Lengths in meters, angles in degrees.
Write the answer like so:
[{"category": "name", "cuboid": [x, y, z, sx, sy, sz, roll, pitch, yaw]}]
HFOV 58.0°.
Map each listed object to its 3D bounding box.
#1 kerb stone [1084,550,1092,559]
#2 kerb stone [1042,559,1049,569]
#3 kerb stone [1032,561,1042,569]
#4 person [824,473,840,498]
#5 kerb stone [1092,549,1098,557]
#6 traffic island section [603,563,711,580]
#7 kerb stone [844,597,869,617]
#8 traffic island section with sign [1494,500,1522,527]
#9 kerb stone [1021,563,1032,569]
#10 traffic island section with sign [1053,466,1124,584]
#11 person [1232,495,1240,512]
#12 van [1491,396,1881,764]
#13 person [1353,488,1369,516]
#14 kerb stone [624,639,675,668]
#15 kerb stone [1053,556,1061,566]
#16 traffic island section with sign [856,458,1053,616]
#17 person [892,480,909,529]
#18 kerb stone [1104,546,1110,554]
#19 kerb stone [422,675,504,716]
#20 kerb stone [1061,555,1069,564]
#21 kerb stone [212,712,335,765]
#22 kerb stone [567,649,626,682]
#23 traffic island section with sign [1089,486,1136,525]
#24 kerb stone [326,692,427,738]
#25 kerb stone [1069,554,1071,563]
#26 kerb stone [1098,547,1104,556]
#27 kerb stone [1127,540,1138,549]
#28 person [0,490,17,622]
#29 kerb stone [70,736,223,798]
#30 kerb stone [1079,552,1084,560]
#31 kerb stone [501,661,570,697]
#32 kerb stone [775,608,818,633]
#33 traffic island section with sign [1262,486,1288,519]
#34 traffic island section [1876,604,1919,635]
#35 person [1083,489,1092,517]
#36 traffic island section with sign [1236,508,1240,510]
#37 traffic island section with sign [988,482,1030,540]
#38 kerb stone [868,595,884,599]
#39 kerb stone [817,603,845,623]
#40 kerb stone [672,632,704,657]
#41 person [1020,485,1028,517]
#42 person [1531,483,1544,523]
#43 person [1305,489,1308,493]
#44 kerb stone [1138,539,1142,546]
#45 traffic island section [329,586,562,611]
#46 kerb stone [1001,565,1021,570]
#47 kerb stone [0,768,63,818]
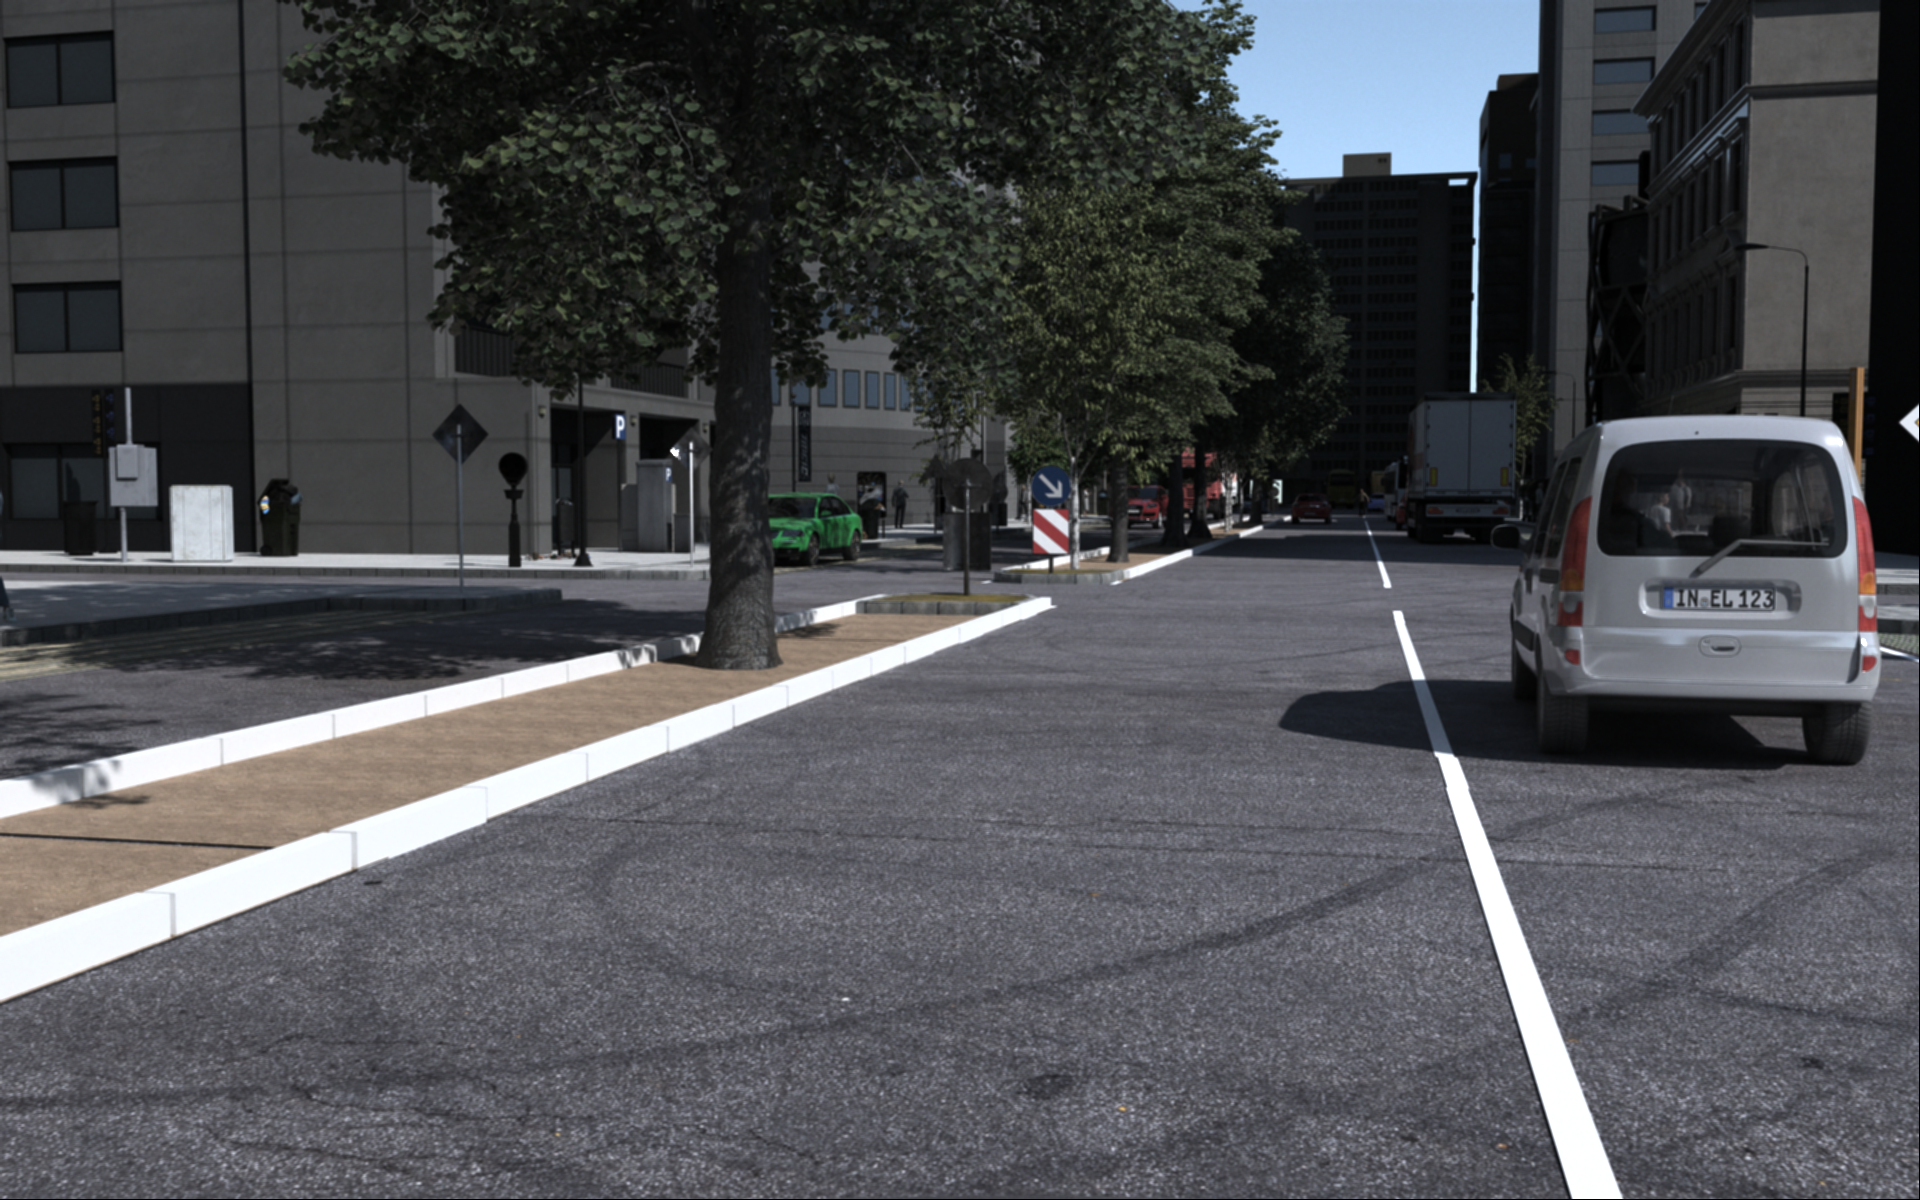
[{"category": "kerb stone", "cuboid": [2.709, -0.973, 38.100, 0.120, 0.150, 1.000, 1, 4, 13]}, {"category": "kerb stone", "cuboid": [1.561, -0.667, 33.096, 0.120, 0.150, 1.000, 1, 4, 13]}, {"category": "kerb stone", "cuboid": [1.328, -0.606, 32.096, 0.120, 0.150, 1.000, 1, 4, 13]}, {"category": "person", "cuboid": [-3.309, -2.406, 45.263, 0.818, 1.842, 0.514, 0, 4, 7]}, {"category": "kerb stone", "cuboid": [2.927, -1.030, 39.099, 0.120, 0.150, 1.000, 1, 4, 13]}, {"category": "traffic island section", "cuboid": [-4.720, -0.490, 30.299, 2.009, 0.180, 2.903, 1, 4, 13]}, {"category": "kerb stone", "cuboid": [-1.305, 0.101, 20.588, 0.120, 0.150, 1.000, 1, 4, 13]}, {"category": "traffic island section with sign", "cuboid": [23.798, -4.162, 76.675, 1.989, 1.847, 2.006, 1, 4, 13]}, {"category": "kerb stone", "cuboid": [1.098, -0.544, 31.095, 0.120, 0.150, 1.000, 1, 4, 13]}, {"category": "traffic island section with sign", "cuboid": [1.610, -1.246, 28.505, 2.006, 1.907, 1.989, 1, 4, 13]}, {"category": "person", "cuboid": [22.241, -8.077, 140.657, 1.348, 1.812, 0.705, -2, 4, -27]}, {"category": "van", "cuboid": [4.357, -0.226, 10.701, 2.013, 2.044, 4.112, 1, 4, 15]}, {"category": "person", "cuboid": [26.105, -6.365, 112.573, 0.705, 1.823, 1.348, -3, 4, -36]}, {"category": "kerb stone", "cuboid": [-2.675, 0.464, 14.604, 0.120, 0.150, 1.000, 1, 4, 13]}, {"category": "kerb stone", "cuboid": [1.789, -0.728, 34.098, 0.120, 0.150, 1.000, 1, 4, 13]}, {"category": "traffic island section with sign", "cuboid": [-0.052, -0.804, 21.286, 2.006, 1.907, 1.989, 1, 4, 13]}, {"category": "person", "cuboid": [-2.197, -3.554, 64.334, 0.661, 1.801, 0.590, 1, 4, 13]}, {"category": "kerb stone", "cuboid": [3.380, -1.156, 41.095, 0.120, 0.150, 1.000, 1, 4, 13]}, {"category": "kerb stone", "cuboid": [-3.366, 0.650, 11.604, 0.120, 0.150, 1.000, 1, 4, 13]}, {"category": "kerb stone", "cuboid": [2.015, -0.789, 35.102, 0.120, 0.150, 1.000, 1, 4, 13]}, {"category": "kerb stone", "cuboid": [-3.821, 0.770, 9.605, 0.120, 0.150, 1.000, 1, 4, 13]}, {"category": "kerb stone", "cuboid": [-2.908, 0.526, 13.596, 0.120, 0.150, 1.000, 1, 4, 13]}, {"category": "traffic island section with sign", "cuboid": [7.153, -4.407, 80.688, 1.989, 1.847, 2.006, 1, 4, 13]}, {"category": "kerb stone", "cuboid": [-3.592, 0.709, 10.601, 0.120, 0.150, 1.000, 1, 4, 13]}, {"category": "kerb stone", "cuboid": [2.242, -0.850, 36.098, 0.120, 0.150, 1.000, 1, 4, 13]}, {"category": "kerb stone", "cuboid": [3.155, -1.088, 40.096, 0.120, 0.150, 1.000, 1, 4, 13]}, {"category": "kerb stone", "cuboid": [4.535, -1.461, 46.088, 0.120, 0.150, 1.000, 1, 4, 13]}, {"category": "person", "cuboid": [-9.770, -0.667, 17.217, 0.793, 1.790, 0.793, -3, 4, -36]}, {"category": "kerb stone", "cuboid": [-4.046, 0.831, 8.605, 0.120, 0.150, 1.000, 1, 4, 13]}, {"category": "kerb stone", "cuboid": [2.472, -0.911, 37.098, 0.120, 0.150, 1.000, 1, 4, 13]}, {"category": "kerb stone", "cuboid": [-3.136, 0.587, 12.600, 0.120, 0.150, 1.000, 1, 4, 13]}, {"category": "kerb stone", "cuboid": [-1.760, 0.225, 18.596, 0.120, 0.150, 1.000, 1, 4, 13]}, {"category": "traffic island section with sign", "cuboid": [18.364, -5.726, 101.759, 2.006, 1.907, 1.989, 1, 4, 13]}, {"category": "traffic island section", "cuboid": [10.501, 0.223, 18.633, 2.009, 0.180, 2.903, 1, 4, 13]}, {"category": "person", "cuboid": [7.192, -5.579, 97.830, 0.524, 1.755, 0.480, 1, 4, 12]}, {"category": "traffic island section with sign", "cuboid": [24.328, -8.996, 155.707, 1.989, 1.847, 2.006, 1, 4, 13]}, {"category": "traffic island section with sign", "cuboid": [1.135, -2.800, 54.411, 1.989, 1.847, 2.006, 1, 4, 13]}, {"category": "kerb stone", "cuboid": [-1.079, 0.037, 21.585, 0.120, 0.150, 1.000, 1, 4, 13]}, {"category": "kerb stone", "cuboid": [-1.535, 0.164, 19.593, 0.120, 0.150, 1.000, 1, 4, 13]}, {"category": "kerb stone", "cuboid": [-2.451, 0.405, 15.606, 0.120, 0.150, 1.000, 1, 4, 13]}, {"category": "person", "cuboid": [3.621, -5.557, 97.077, 0.709, 1.800, 0.728, 3, 4, 37]}, {"category": "person", "cuboid": [25.106, -4.189, 75.018, 0.515, 1.767, 0.782, 0, 4, -4]}, {"category": "person", "cuboid": [28.920, -8.327, 144.611, 1.348, 1.831, 0.705, 2, 4, 23]}, {"category": "kerb stone", "cuboid": [4.749, -1.523, 47.088, 0.120, 0.150, 1.000, 1, 4, 13]}, {"category": "traffic island section", "cuboid": [-6.501, -0.014, 22.515, 2.009, 0.180, 2.903, 1, 4, 13]}, {"category": "kerb stone", "cuboid": [0.869, -0.483, 30.091, 0.120, 0.150, 1.000, 1, 4, 13]}, {"category": "kerb stone", "cuboid": [-4.269, 0.893, 7.602, 0.120, 0.150, 1.000, 1, 4, 13]}]
